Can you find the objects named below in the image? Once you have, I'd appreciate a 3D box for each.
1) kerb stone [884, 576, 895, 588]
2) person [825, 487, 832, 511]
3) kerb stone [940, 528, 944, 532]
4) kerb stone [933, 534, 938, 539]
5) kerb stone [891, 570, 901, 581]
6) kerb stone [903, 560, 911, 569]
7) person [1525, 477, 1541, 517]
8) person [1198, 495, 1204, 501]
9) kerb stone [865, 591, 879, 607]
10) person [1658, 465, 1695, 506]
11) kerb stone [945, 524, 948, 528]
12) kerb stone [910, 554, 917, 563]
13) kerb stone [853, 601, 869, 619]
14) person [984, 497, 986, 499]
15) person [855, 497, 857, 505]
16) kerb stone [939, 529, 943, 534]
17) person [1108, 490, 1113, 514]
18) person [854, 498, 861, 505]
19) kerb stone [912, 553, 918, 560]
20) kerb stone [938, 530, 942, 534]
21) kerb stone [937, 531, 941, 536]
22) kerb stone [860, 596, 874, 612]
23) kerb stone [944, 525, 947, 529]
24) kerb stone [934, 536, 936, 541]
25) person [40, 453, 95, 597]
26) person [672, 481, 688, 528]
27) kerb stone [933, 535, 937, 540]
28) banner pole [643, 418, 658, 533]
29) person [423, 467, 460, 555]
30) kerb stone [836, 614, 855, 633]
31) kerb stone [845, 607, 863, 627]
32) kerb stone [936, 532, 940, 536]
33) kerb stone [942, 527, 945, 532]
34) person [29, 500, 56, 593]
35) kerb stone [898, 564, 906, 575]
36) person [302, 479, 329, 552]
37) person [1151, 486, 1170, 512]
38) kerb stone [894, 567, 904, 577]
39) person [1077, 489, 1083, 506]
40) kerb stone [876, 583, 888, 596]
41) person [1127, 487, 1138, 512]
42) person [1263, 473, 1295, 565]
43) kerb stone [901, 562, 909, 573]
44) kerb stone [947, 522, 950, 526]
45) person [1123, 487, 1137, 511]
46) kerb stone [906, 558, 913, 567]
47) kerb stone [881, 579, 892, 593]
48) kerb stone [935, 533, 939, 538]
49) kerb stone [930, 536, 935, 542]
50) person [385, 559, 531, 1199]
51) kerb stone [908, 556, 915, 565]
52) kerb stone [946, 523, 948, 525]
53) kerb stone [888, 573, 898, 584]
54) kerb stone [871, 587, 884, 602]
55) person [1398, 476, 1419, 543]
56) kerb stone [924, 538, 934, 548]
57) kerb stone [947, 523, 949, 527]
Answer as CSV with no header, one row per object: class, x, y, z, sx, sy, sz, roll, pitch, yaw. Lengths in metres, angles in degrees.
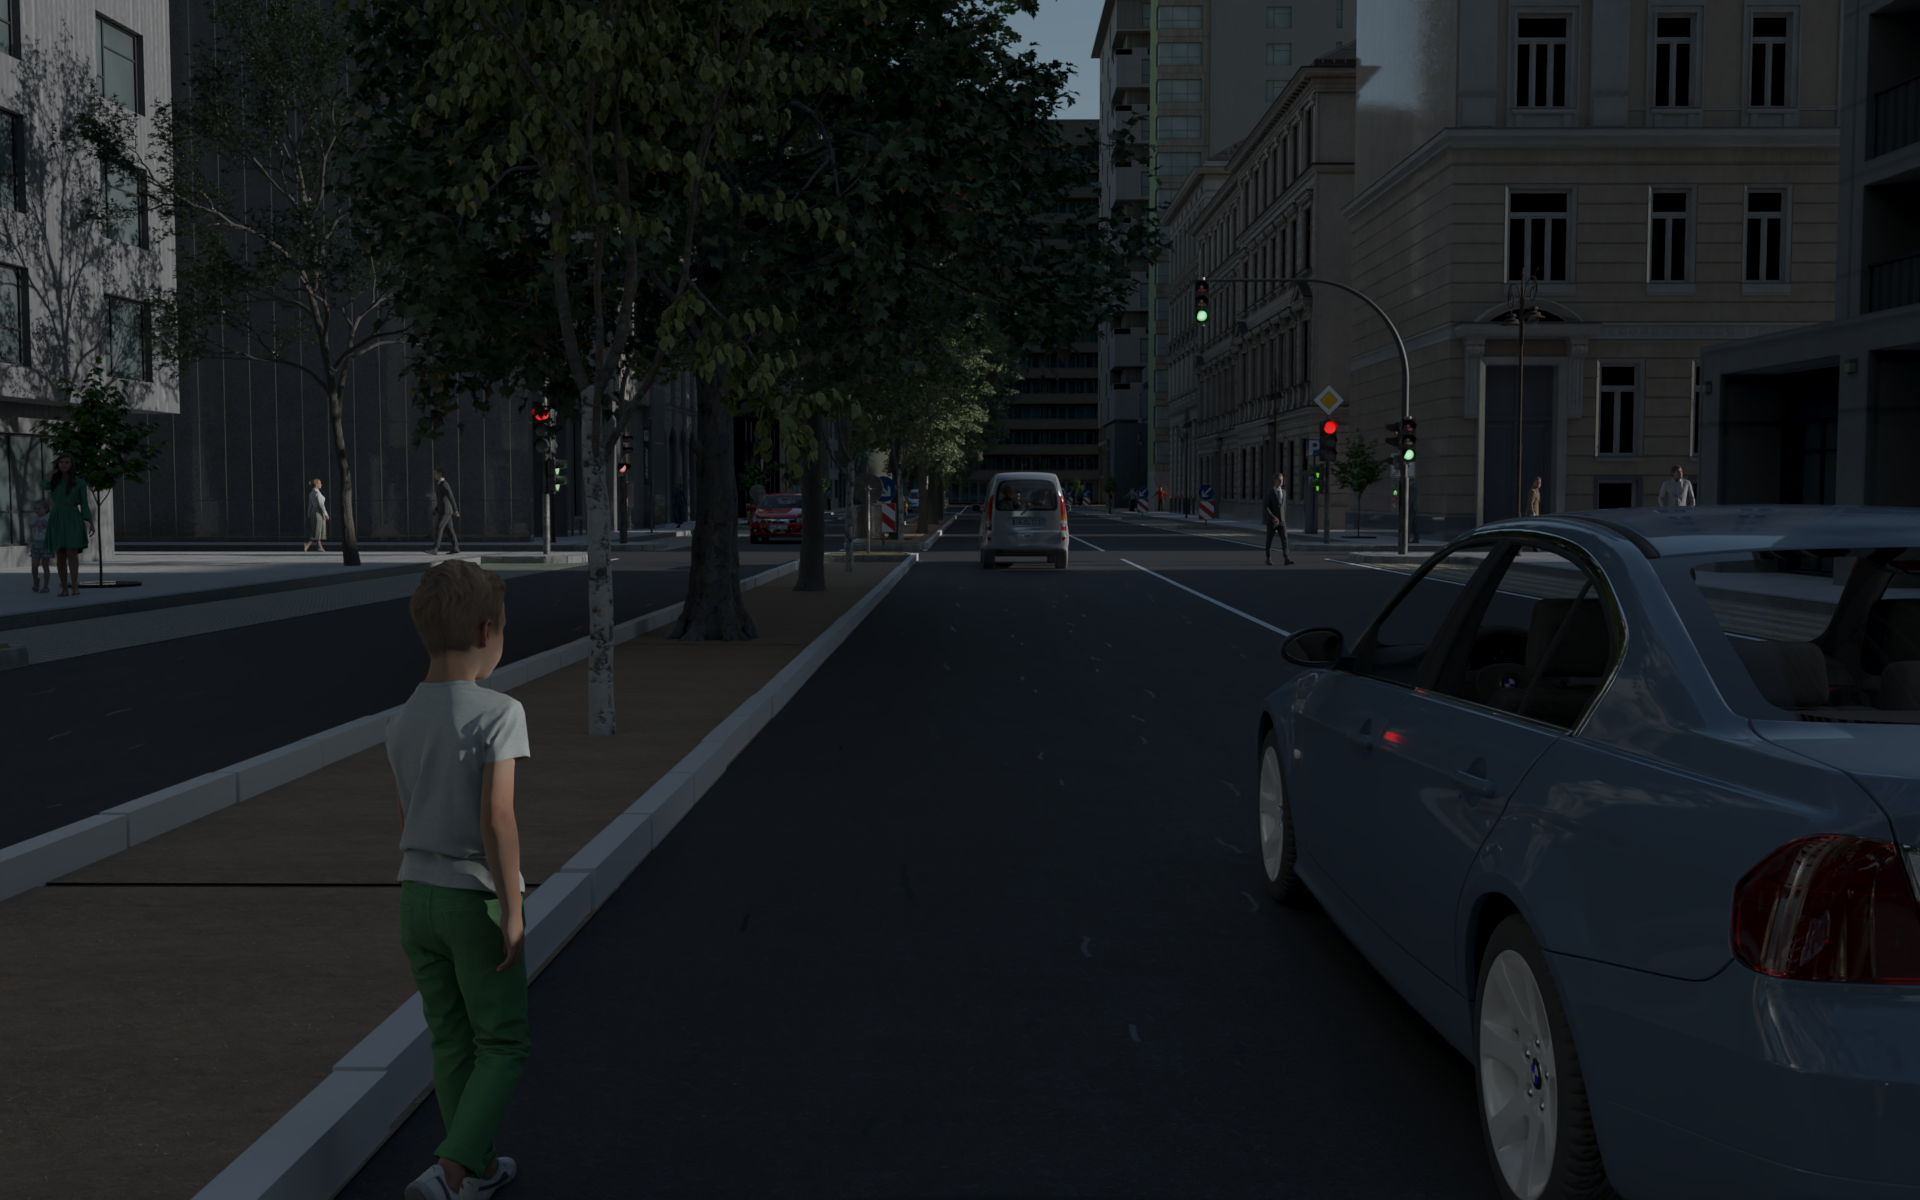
kerb stone,-1.094,-0.227,25.908,0.120,0.150,1.000,0,4,1
person,-10.220,-7.886,134.971,0.705,1.826,1.348,1,4,15
kerb stone,-0.716,-2.327,60.245,0.120,0.150,1.000,0,4,1
kerb stone,-0.806,-1.822,52.037,0.120,0.150,1.000,0,4,1
kerb stone,-1.072,-0.352,27.955,0.120,0.150,1.000,0,4,1
kerb stone,-1.025,-0.603,32.055,0.120,0.150,1.000,0,4,1
person,13.593,-2.003,41.165,0.836,1.842,0.656,-1,4,-13
person,12.255,-4.933,87.695,0.522,1.701,0.512,-3,5,-43
kerb stone,-1.138,0.024,21.803,0.120,0.150,1.000,0,4,1
person,13.934,-1.701,33.701,0.661,1.843,0.795,1,4,18
kerb stone,-0.642,-2.767,67.436,0.120,0.150,1.000,0,4,1
kerb stone,-0.995,-0.791,35.121,0.120,0.150,1.000,0,4,1
kerb stone,-1.160,0.150,19.751,0.120,0.150,1.000,0,4,1
person,3.277,-10.794,185.072,1.350,1.814,0.705,1,4,12
person,-9.672,-9.764,165.552,0.709,1.838,0.599,2,4,29
kerb stone,-0.729,-2.265,59.223,0.120,0.150,1.000,0,4,1
person,10.805,-6.980,123.454,0.721,1.723,1.217,1,4,10
person,-7.452,-7.196,126.863,0.721,1.736,1.217,-2,4,-30
kerb stone,-0.978,-0.854,36.151,0.120,0.150,1.000,0,4,1
kerb stone,-0.748,-2.139,57.174,0.120,0.150,1.000,0,4,1
kerb stone,-0.765,-2.071,56.146,0.120,0.150,1.000,0,4,1
kerb stone,-1.150,0.089,20.779,0.120,0.150,1.000,0,4,1
kerb stone,-0.668,-2.642,65.392,0.120,0.150,1.000,0,4,1
kerb stone,-0.836,-1.697,49.987,0.120,0.150,1.000,0,4,1
person,-11.137,-0.938,21.622,0.600,1.795,0.529,-2,4,-28
person,-10.617,-3.611,65.510,0.534,1.772,0.576,3,5,42
kerb stone,-0.818,-1.762,51.014,0.120,0.150,1.000,0,4,1
banner pole,-10.189,-4.075,56.646,0.401,3.779,0.863,1,4,11
person,-10.943,-1.877,36.516,0.755,1.850,0.659,-1,4,-17
kerb stone,-1.194,0.275,17.706,0.120,0.150,1.000,0,4,1
kerb stone,-1.175,0.215,18.728,0.120,0.150,1.000,0,4,1
kerb stone,-0.782,-1.951,54.092,0.120,0.150,1.000,0,4,1
kerb stone,-0.692,-2.453,62.303,0.120,0.150,1.000,0,4,1
person,-11.846,-0.700,22.502,0.505,1.210,0.382,0,4,-4
kerb stone,-1.059,-0.478,30.012,0.120,0.150,1.000,0,4,1
person,-15.533,-2.016,41.684,0.641,1.798,0.478,-2,4,-33
person,14.051,-7.049,121.235,1.348,1.831,0.705,0,4,6
kerb stone,-1.061,-0.414,28.978,0.120,0.150,1.000,0,4,1
person,13.070,-11.137,188.143,0.705,1.823,1.348,2,4,25
kerb stone,-1.114,-0.097,23.849,0.120,0.150,1.000,0,4,1
person,12.621,-7.359,126.349,0.705,1.826,1.348,-3,4,-36
person,6.420,-1.624,34.833,0.659,1.850,0.755,-2,4,-26
kerb stone,-1.032,-0.536,31.034,0.120,0.150,1.000,0,4,1
kerb stone,-0.597,-3.017,71.531,0.120,0.150,1.000,0,4,1
person,12.996,-7.681,131.638,1.348,1.822,0.705,3,5,45
kerb stone,-1.018,-0.664,33.077,0.120,0.150,1.000,0,4,1
kerb stone,-1.095,-0.164,24.881,0.120,0.150,1.000,0,4,1
kerb stone,-0.798,-1.883,53.061,0.120,0.150,1.000,0,4,1
kerb stone,-0.844,-1.637,48.962,0.120,0.150,1.000,0,4,1
person,-0.972,0.575,3.342,0.306,1.304,0.590,0,4,3
kerb stone,-1.006,-0.727,34.099,0.120,0.150,1.000,0,4,1
kerb stone,-0.632,-2.892,69.481,0.120,0.150,1.000,0,4,1
kerb stone,-1.083,-0.290,26.930,0.120,0.150,1.000,0,4,1
kerb stone,-1.123,-0.038,22.825,0.120,0.150,1.000,0,4,1
person,11.677,-2.381,45.153,0.590,1.801,0.661,2,4,27
kerb stone,-0.858,-1.571,47.940,0.120,0.150,1.000,0,4,1
kerb stone,-0.613,-2.955,70.504,0.120,0.150,1.000,0,4,1
